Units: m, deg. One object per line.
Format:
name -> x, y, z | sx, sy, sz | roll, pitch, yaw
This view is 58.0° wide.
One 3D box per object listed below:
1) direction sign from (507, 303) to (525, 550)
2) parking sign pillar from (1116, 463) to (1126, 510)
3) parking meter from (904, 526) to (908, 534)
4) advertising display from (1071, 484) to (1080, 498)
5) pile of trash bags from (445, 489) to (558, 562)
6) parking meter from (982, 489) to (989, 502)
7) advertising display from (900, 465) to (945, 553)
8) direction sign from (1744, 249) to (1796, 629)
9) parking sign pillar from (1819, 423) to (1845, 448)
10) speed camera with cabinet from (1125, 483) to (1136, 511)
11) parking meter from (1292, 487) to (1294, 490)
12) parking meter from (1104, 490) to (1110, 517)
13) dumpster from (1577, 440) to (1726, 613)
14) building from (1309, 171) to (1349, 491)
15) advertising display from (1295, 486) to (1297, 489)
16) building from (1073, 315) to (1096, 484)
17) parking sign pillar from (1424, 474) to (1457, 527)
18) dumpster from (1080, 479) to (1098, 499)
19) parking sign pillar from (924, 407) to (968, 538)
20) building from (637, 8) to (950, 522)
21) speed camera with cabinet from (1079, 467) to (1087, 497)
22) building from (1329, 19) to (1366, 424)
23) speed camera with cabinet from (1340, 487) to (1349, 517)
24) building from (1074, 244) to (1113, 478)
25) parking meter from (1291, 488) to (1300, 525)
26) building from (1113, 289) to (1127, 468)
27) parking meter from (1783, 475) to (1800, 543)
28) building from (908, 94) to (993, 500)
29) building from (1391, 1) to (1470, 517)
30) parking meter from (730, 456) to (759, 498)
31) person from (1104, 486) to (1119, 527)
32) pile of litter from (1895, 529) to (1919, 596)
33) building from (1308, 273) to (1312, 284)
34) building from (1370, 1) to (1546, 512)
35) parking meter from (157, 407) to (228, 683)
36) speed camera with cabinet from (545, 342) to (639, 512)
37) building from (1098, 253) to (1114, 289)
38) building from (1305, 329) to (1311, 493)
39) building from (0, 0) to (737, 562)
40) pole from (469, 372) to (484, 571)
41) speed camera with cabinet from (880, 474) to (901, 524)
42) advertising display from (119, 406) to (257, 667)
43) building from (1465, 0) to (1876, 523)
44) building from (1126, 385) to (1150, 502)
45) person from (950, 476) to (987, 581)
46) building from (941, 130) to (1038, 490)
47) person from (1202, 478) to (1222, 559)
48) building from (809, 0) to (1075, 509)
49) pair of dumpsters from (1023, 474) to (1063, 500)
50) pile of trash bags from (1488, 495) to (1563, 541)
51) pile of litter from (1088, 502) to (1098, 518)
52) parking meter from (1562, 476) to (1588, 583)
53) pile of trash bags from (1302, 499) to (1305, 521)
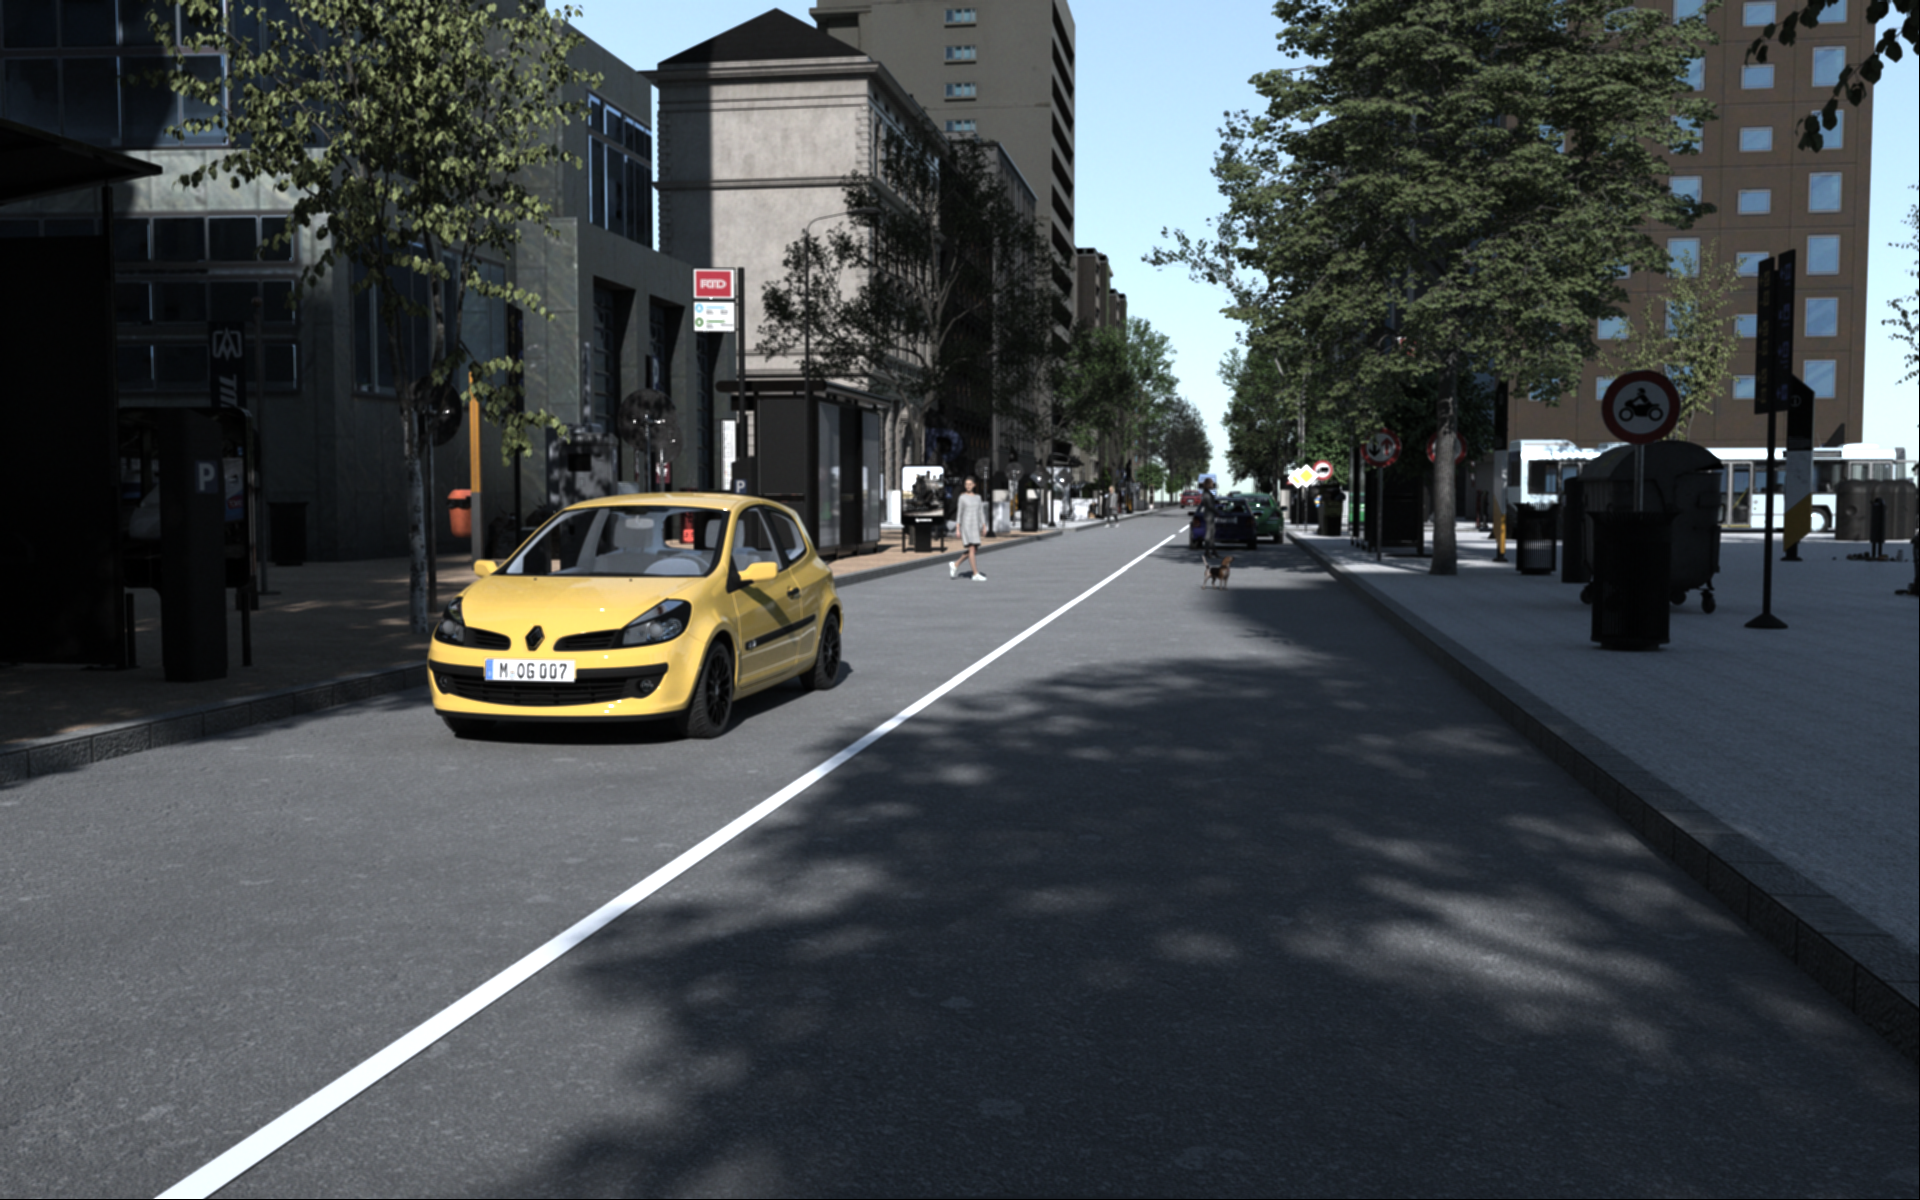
direction sign -> -5.383, -1.777, 21.053 | 0.379, 3.537, 0.876 | 0, 4, -4
parking sign pillar -> 12.941, -9.160, 138.245 | 1.447, 3.967, 1.447 | 0, 4, -3
parking meter -> -1.624, -3.087, 56.183 | 0.399, 1.863, 0.255 | 1, 4, 18
advertising display -> 7.511, -6.735, 115.329 | 0.974, 1.923, 0.123 | 0, 4, -5
pile of trash bags -> -8.650, -1.489, 34.102 | 1.912, 1.369, 3.447 | 2, 4, 33
parking meter -> 1.341, -5.070, 91.301 | 0.372, 1.533, 0.369 | 0, 3, 0
advertising display -> -0.816, -2.004, 37.973 | 0.974, 1.923, 0.123 | 0, 4, -6
direction sign -> 7.748, -1.501, 16.538 | 0.379, 3.537, 0.876 | 0, 4, 6
parking sign pillar -> 33.076, -4.734, 65.869 | 1.447, 3.967, 1.447 | -3, 4, -37
speed camera with cabinet -> 13.349, -8.636, 135.535 | 0.660, 3.252, 2.038 | 1, 4, 13
parking meter -> 22.822, -6.860, 117.876 | 0.399, 1.863, 0.255 | -1, 4, -15
parking meter -> 8.075, -5.334, 95.621 | 0.372, 1.533, 0.369 | 0, 3, 0
dumpster -> 7.714, -0.833, 19.371 | 1.264, 1.857, 1.865 | 1, 4, 9
building -> 62.780, -38.550, 253.998 | 21.300, 48.544, 21.600 | 1, 4, 9
advertising display -> 22.420, -6.760, 115.733 | 0.123, 1.923, 0.974 | 0, 4, 1
building -> -0.654, -20.602, 181.877 | 27.650, 21.520, 28.899 | 1, 4, 9
parking sign pillar -> 18.606, -4.825, 67.365 | 1.447, 3.967, 1.447 | 0, 4, 6
dumpster -> 8.427, -6.611, 110.575 | 1.502, 2.255, 1.985 | 1, 4, 9
parking sign pillar -> -0.418, -3.844, 51.323 | 1.447, 3.967, 1.447 | 0, 4, 3
building -> -7.342, -15.760, 86.554 | 11.050, 23.489, 19.941 | 1, 4, 9
speed camera with cabinet -> 9.631, -7.991, 124.993 | 2.038, 3.252, 0.660 | 1, 4, 21
building -> 55.283, -36.705, 189.359 | 28.713, 52.752, 27.495 | 1, 4, 9
speed camera with cabinet -> 21.514, -6.288, 97.149 | 2.038, 3.252, 0.660 | -2, 4, -27
building -> 9.848, -26.312, 201.905 | 14.160, 30.474, 14.107 | 1, 4, 9
parking meter -> 14.085, -3.935, 72.748 | 0.372, 1.533, 0.369 | 0, 3, 0
building -> 15.740, -28.704, 241.007 | 14.160, 30.474, 14.107 | 1, 4, 9
parking meter -> 21.847, -2.431, 45.458 | 0.255, 1.863, 0.399 | -1, 4, -14
building -> -5.201, -16.832, 104.889 | 12.332, 23.373, 15.834 | 1, 4, 9
building -> 38.165, -34.668, 108.827 | 21.231, 58.520, 28.212 | 1, 4, 9
parking meter -> -3.351, -1.300, 26.971 | 0.399, 1.863, 0.255 | 2, 4, 28
person -> 6.668, -4.079, 75.373 | 0.728, 1.800, 0.709 | -2, 4, -35
pile of litter -> 12.436, -0.475, 21.735 | 1.176, 0.858, 1.719 | 1, 4, 22
building -> 64.384, -36.901, 286.930 | 14.154, 41.232, 14.086 | 1, 4, 9
building -> 43.061, -30.880, 155.005 | 14.600, 45.320, 14.200 | 1, 4, 9
parking meter -> -5.278, -0.381, 11.934 | 0.255, 1.863, 0.399 | 1, 4, 16
speed camera with cabinet -> -4.949, -1.777, 23.396 | 0.660, 3.252, 2.038 | 1, 4, 9
building -> 9.883, -34.802, 260.896 | 32.217, 40.220, 23.993 | 1, 4, 9
building -> 61.336, -30.665, 273.078 | 14.160, 30.474, 14.107 | 1, 4, 9
building -> -23.923, -44.627, 42.331 | 31.000, 86.520, 22.319 | 1, 4, 9
pole -> -8.098, -2.150, 29.002 | 0.158, 3.312, 0.155 | 0, 3, 0
speed camera with cabinet -> -3.101, -4.923, 74.825 | 2.038, 3.252, 0.660 | -2, 4, -26
advertising display -> -5.741, -0.467, 12.854 | 0.974, 1.923, 0.123 | 0, 4, -2
building -> 30.751, -26.118, 77.139 | 14.200, 45.320, 14.600 | 1, 4, 9
building -> 16.795, -27.040, 287.149 | 27.650, 21.520, 28.899 | 1, 4, 9
person -> 0.124, -1.199, 28.861 | 0.760, 1.731, 0.466 | 2, 4, 30
building -> -2.787, -20.245, 124.508 | 14.314, 27.812, 24.014 | 1, 4, 9
person -> 5.633, -1.816, 38.469 | 0.573, 1.790, 0.520 | -1, 4, -13
building -> -1.399, -32.459, 154.409 | 21.300, 48.544, 21.600 | 1, 4, 9
pair of dumpsters -> 3.882, -4.826, 81.401 | 1.574, 2.255, 4.437 | 1, 4, 9
pile of trash bags -> 16.223, -2.343, 48.065 | 1.912, 1.369, 3.447 | -1, 4, -15
pile of litter -> 6.883, -4.770, 91.947 | 1.176, 0.858, 1.719 | -1, 4, -14
parking meter -> 8.914, -1.018, 25.049 | 0.372, 1.533, 0.369 | 0, 3, 0
pile of trash bags -> 17.399, -4.403, 81.742 | 3.447, 1.369, 1.912 | 1, 4, 13
